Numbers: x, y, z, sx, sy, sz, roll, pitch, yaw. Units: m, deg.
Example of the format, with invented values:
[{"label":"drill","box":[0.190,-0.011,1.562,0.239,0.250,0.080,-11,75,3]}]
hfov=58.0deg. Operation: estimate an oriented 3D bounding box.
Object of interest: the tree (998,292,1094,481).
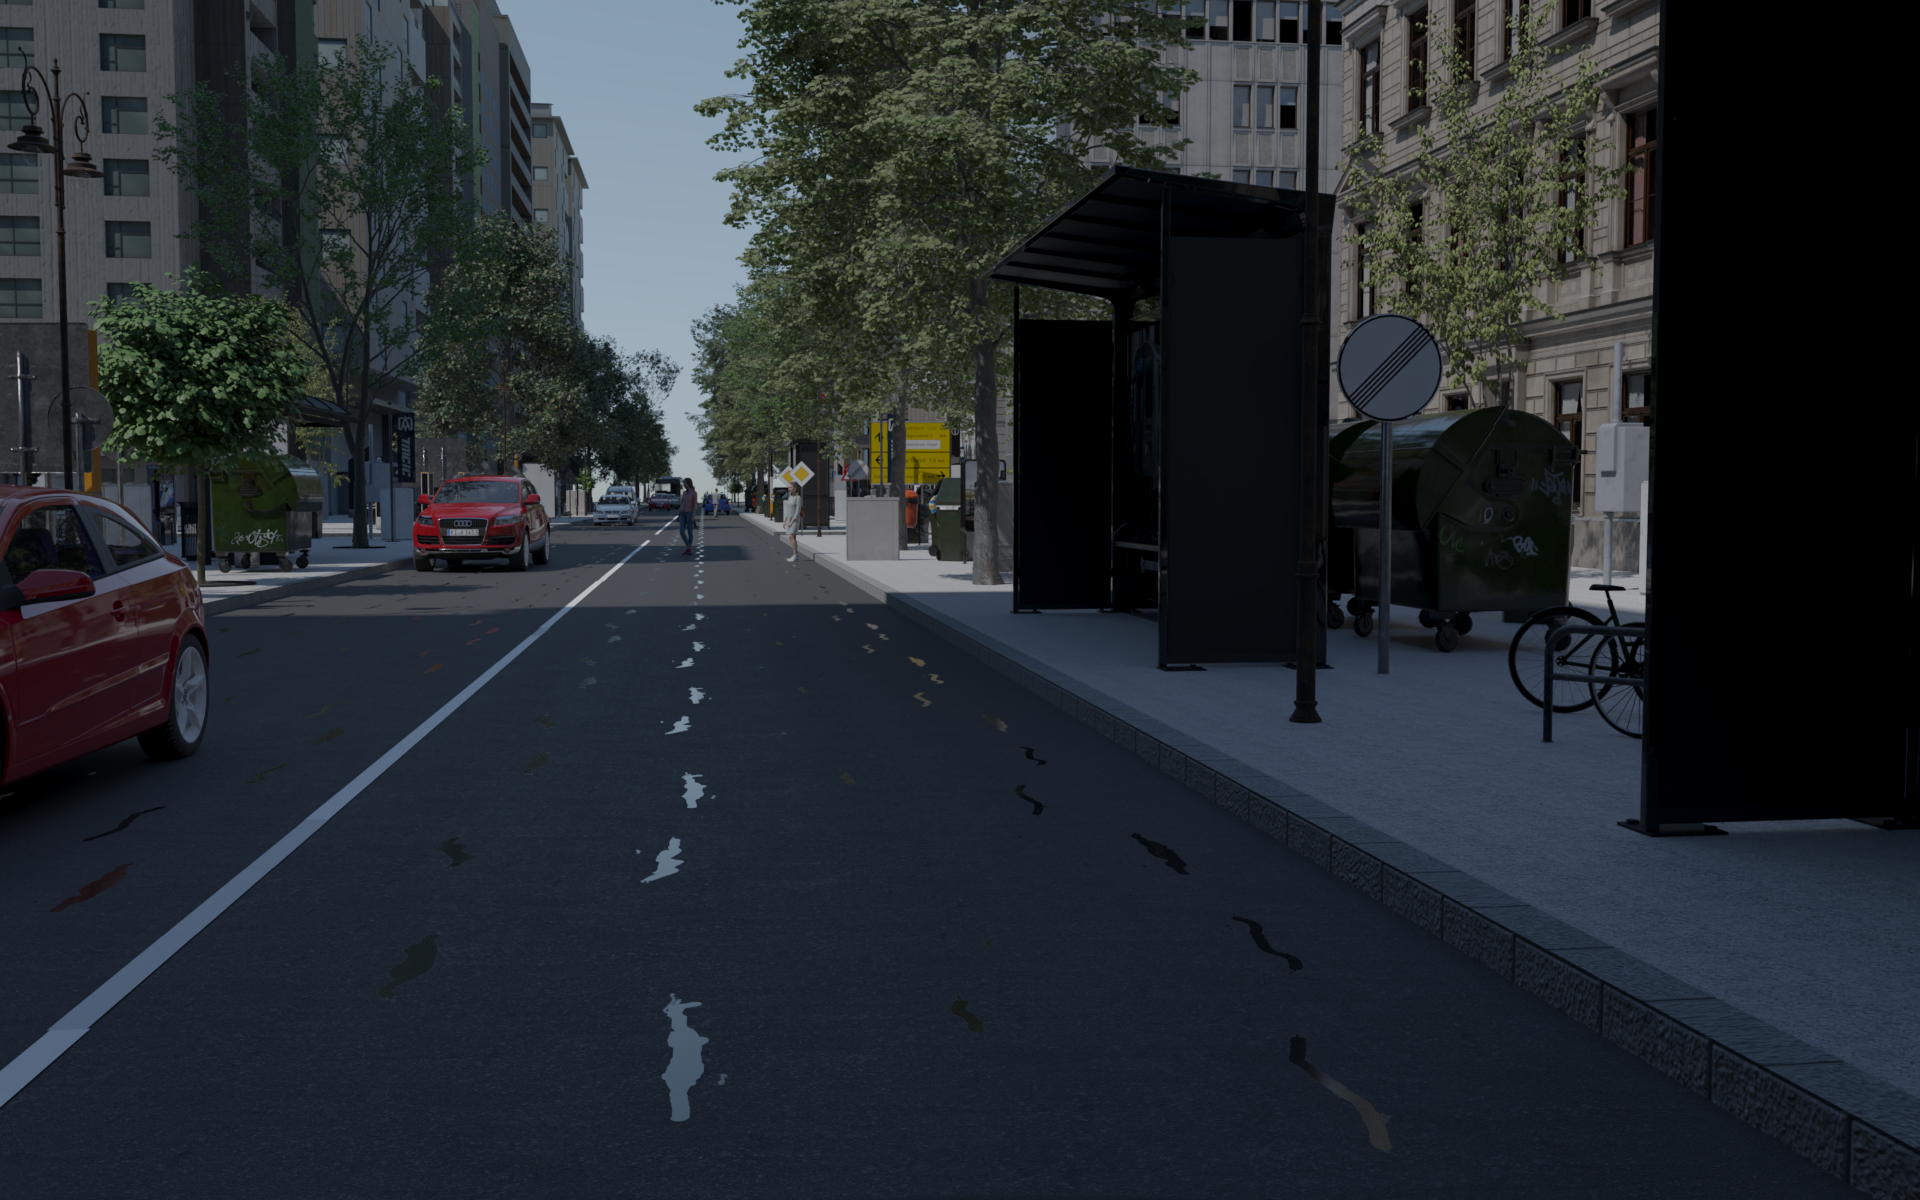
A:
[{"label":"tree","box":[2.812,-6.173,51.299,4.737,8.622,4.395,0,3,0]}]

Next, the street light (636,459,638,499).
[{"label":"street light","box":[-33.004,-12.472,176.712,0.468,5.910,1.993,-1,4,-8]}]

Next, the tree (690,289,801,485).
[{"label":"tree","box":[-17.130,-18.225,153.875,12.611,20.169,13.585,0,3,0]}]

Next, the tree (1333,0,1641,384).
[{"label":"tree","box":[7.743,-4.603,25.617,4.737,8.622,4.395,0,3,0]}]

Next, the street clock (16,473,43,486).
[{"label":"street clock","box":[-14.281,-1.348,26.604,0.358,2.002,0.471,1,4,9]}]

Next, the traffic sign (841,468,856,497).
[{"label":"traffic sign","box":[-4.333,-4.243,69.382,0.884,2.594,0.081,0,4,-4]}]

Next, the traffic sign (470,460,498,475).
[{"label":"traffic sign","box":[-14.041,-2.904,51.128,0.795,2.450,0.064,-1,4,-8]}]

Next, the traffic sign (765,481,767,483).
[{"label":"traffic sign","box":[-15.186,-8.058,133.874,0.606,2.300,0.079,0,4,1]}]

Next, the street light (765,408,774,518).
[{"label":"street light","box":[-10.210,-7.329,92.612,0.468,5.910,1.993,-1,4,-8]}]

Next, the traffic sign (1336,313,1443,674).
[{"label":"traffic sign","box":[3.028,-0.746,12.307,0.768,2.556,0.104,0,4,-4]}]

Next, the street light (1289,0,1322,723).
[{"label":"street light","box":[1.949,-2.251,9.592,0.468,5.910,1.993,-1,4,-8]}]

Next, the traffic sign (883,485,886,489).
[{"label":"traffic sign","box":[-2.768,-3.883,63.598,0.768,2.556,0.104,0,4,-6]}]

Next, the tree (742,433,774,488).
[{"label":"tree","box":[-16.329,-11.647,140.796,4.737,8.622,4.395,0,3,0]}]

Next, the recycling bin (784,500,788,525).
[{"label":"recycling bin","box":[-6.786,-3.599,71.397,0.722,1.027,0.722,2,4,31]}]

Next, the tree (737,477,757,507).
[{"label":"tree","box":[-19.875,-10.438,165.267,1.663,3.219,1.824,0,3,0]}]

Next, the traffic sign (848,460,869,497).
[{"label":"traffic sign","box":[-3.767,-3.920,64.203,0.768,2.556,0.104,0,4,1]}]

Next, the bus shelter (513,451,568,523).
[{"label":"bus shelter","box":[-18.954,-5.182,78.645,2.014,3.302,5.546,-1,4,-9]}]

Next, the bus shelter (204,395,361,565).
[{"label":"bus shelter","box":[-13.185,-2.427,33.600,2.014,3.302,5.546,-1,4,-8]}]

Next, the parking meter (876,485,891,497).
[{"label":"parking meter","box":[-2.793,-3.239,61.362,0.372,1.533,0.369,0,3,0]}]

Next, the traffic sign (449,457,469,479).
[{"label":"traffic sign","box":[-17.721,-3.762,61.518,0.884,2.594,0.081,0,4,1]}]

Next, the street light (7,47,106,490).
[{"label":"street light","box":[-9.581,-2.797,18.524,0.468,5.910,1.993,-1,4,-8]}]

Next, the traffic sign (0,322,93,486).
[{"label":"traffic sign","box":[-11.459,-1.634,20.593,2.265,3.308,0.079,0,4,1]}]

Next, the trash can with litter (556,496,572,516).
[{"label":"trash can with litter","box":[-22.725,-5.362,99.059,0.624,1.170,1.055,3,4,39]}]

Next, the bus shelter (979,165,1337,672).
[{"label":"bus shelter","box":[1.507,-1.488,15.605,1.731,3.624,6.357,-1,4,-8]}]

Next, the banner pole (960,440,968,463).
[{"label":"banner pole","box":[0.167,-5.544,80.657,0.401,3.779,0.863,-2,4,-33]}]

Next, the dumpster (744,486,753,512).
[{"label":"dumpster","box":[-14.699,-7.167,122.931,1.264,1.857,1.865,-1,4,-8]}]

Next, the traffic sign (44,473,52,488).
[{"label":"traffic sign","box":[-11.447,-1.324,21.754,0.768,2.556,0.104,0,4,-4]}]

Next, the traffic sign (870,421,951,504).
[{"label":"traffic sign","box":[-1.374,-3.318,48.119,2.265,3.308,0.079,0,4,0]}]

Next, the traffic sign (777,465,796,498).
[{"label":"traffic sign","box":[-5.962,-3.470,60.370,0.795,2.450,0.064,-1,4,-8]}]

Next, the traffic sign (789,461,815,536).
[{"label":"traffic sign","box":[-4.794,-2.986,52.470,0.795,2.450,0.064,-1,4,-8]}]

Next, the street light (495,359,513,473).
[{"label":"street light","box":[-15.616,-5.300,59.451,0.468,5.910,1.993,-1,4,-8]}]

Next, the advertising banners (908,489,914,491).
[{"label":"advertising banners","box":[-1.445,-3.264,49.553,0.090,3.025,2.074,-1,4,-8]}]

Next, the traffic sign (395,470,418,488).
[{"label":"traffic sign","box":[-19.350,-3.633,60.591,0.795,2.450,0.064,0,4,1]}]

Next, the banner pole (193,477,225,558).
[{"label":"banner pole","box":[-14.914,-2.718,34.458,0.401,3.779,0.863,2,4,25]}]

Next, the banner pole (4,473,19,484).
[{"label":"banner pole","box":[-16.721,-2.486,30.666,0.863,3.779,0.401,1,4,21]}]

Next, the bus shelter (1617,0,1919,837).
[{"label":"bus shelter","box":[3.502,-0.749,3.537,1.731,3.624,6.357,-1,4,-8]}]

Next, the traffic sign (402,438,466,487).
[{"label":"traffic sign","box":[-19.103,-4.220,62.875,2.265,3.308,0.079,0,4,-7]}]

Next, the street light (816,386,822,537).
[{"label":"street light","box":[-4.206,-4.821,51.615,0.468,5.910,1.993,-1,4,-8]}]

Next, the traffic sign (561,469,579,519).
[{"label":"traffic sign","box":[-19.928,-5.413,88.506,0.884,2.594,0.081,0,4,-4]}]

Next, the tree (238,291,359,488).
[{"label":"tree","box":[-24.907,-6.817,61.823,4.737,8.622,4.395,0,3,0]}]

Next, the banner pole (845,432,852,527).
[{"label":"banner pole","box":[-4.312,-4.783,68.219,0.401,3.779,0.863,0,4,4]}]

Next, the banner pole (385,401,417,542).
[{"label":"banner pole","box":[-15.036,-3.457,46.532,0.863,3.779,0.401,-2,4,-24]}]

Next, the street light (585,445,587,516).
[{"label":"street light","box":[-21.913,-7.860,101.302,0.468,5.910,1.993,-1,4,-8]}]

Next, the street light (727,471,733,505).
[{"label":"street light","box":[-27.586,-14.486,209.630,0.468,5.910,1.993,-1,4,-8]}]

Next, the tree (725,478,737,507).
[{"label":"tree","box":[-23.021,-11.236,178.317,1.663,3.219,1.824,0,3,0]}]

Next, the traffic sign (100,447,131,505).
[{"label":"traffic sign","box":[-12.802,-1.609,26.415,0.768,2.556,0.104,0,4,1]}]

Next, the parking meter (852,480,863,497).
[{"label":"parking meter","box":[-3.954,-3.743,66.909,0.399,1.863,0.255,-2,4,-34]}]

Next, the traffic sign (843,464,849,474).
[{"label":"traffic sign","box":[-4.386,-4.327,70.847,0.768,2.556,0.104,0,4,-1]}]

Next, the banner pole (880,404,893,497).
[{"label":"banner pole","box":[-1.921,-3.507,47.358,0.863,3.779,0.401,0,4,4]}]

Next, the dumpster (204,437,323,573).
[{"label":"dumpster","box":[-11.599,-1.613,28.873,1.502,2.255,1.985,-1,4,-8]}]

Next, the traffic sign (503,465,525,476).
[{"label":"traffic sign","box":[-15.209,-3.387,59.027,0.795,2.450,0.064,-1,4,-8]}]

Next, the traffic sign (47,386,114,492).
[{"label":"traffic sign","box":[-10.375,-1.244,20.448,0.768,2.556,0.104,0,4,-2]}]

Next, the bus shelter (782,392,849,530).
[{"label":"bus shelter","box":[-5.564,-5.378,65.561,2.179,5.291,8.768,-1,4,-8]}]
